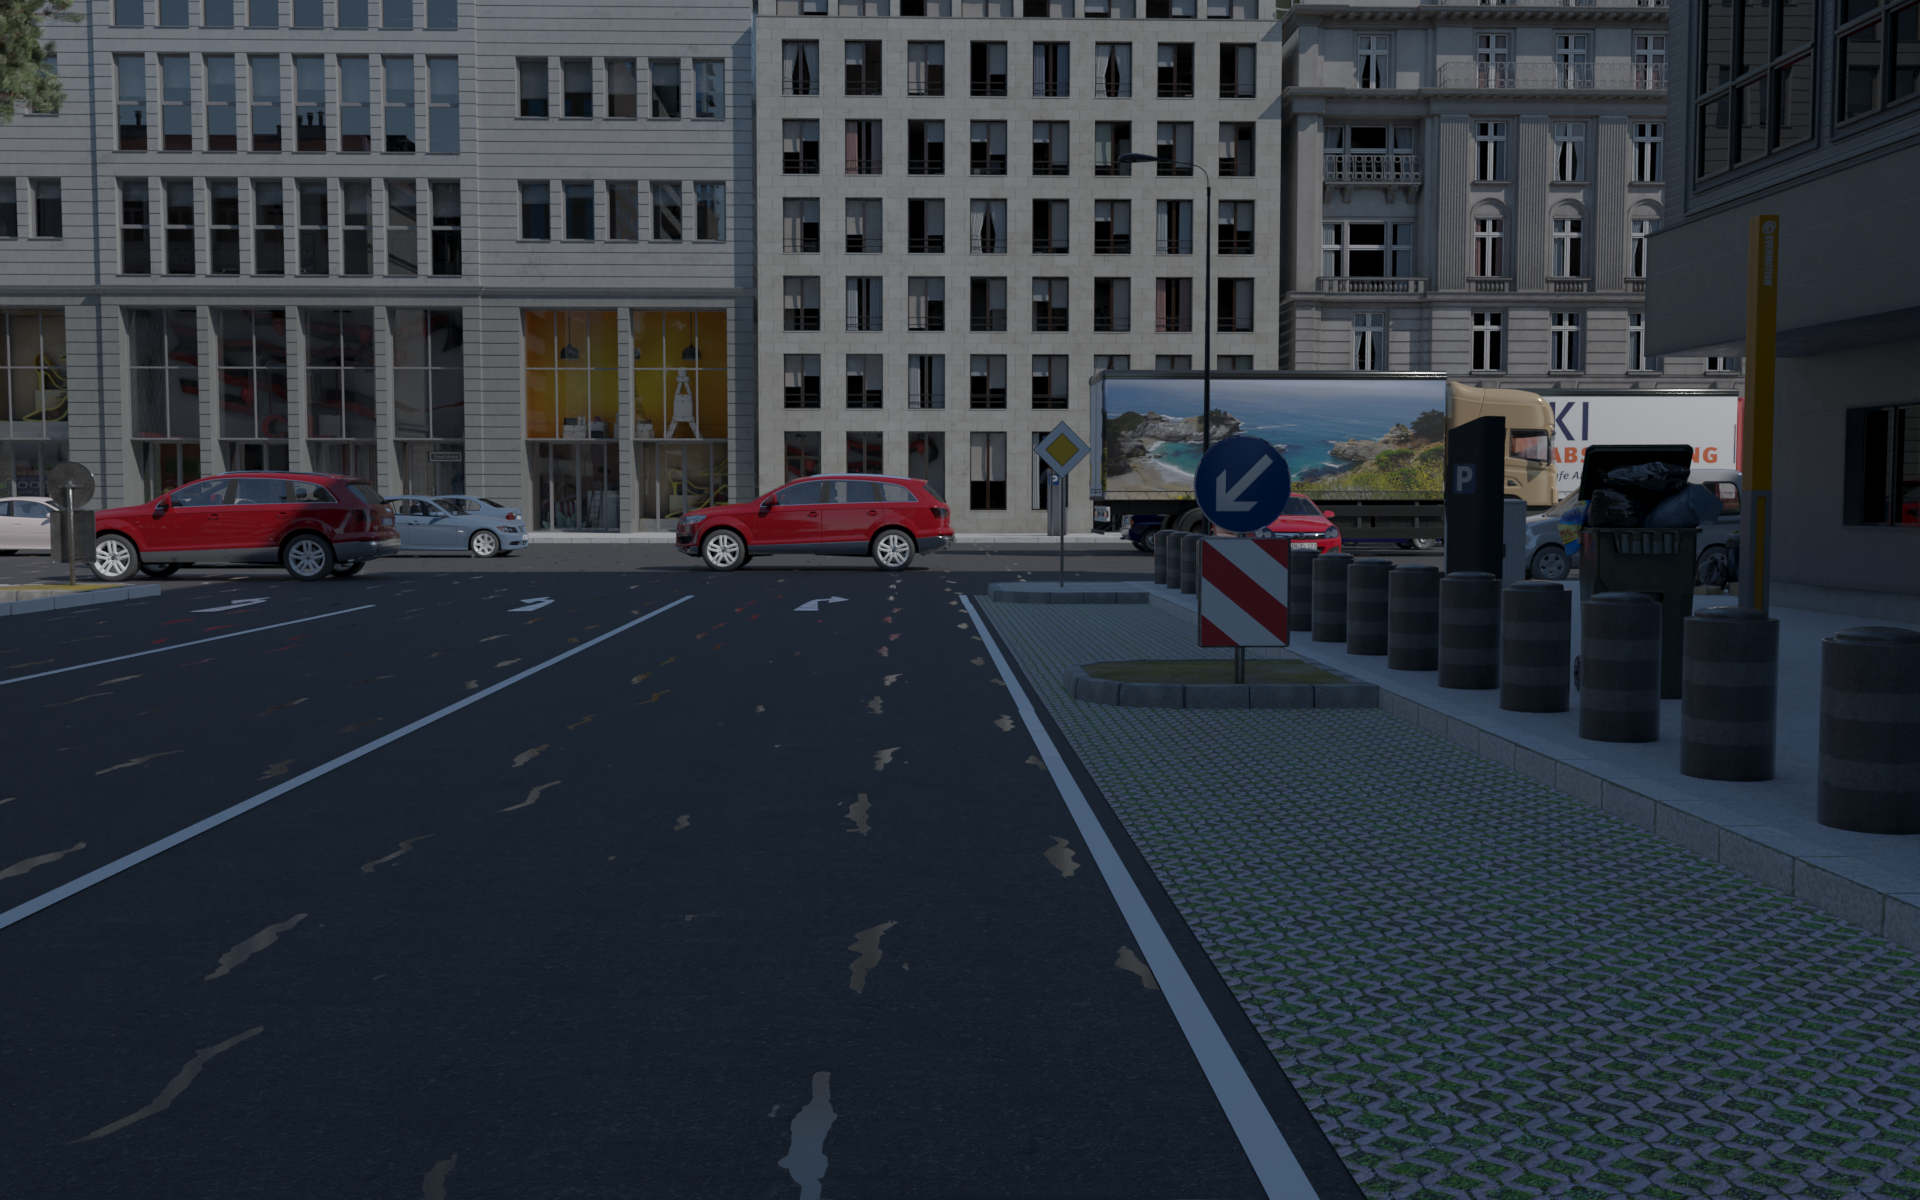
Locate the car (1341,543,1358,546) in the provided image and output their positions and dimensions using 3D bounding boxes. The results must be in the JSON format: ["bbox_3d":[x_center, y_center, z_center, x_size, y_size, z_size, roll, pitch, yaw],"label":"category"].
[{"bbox_3d":[9.372,-2.352,48.051,3.694,1.707,1.945,0,4,-2],"label":"car"}]

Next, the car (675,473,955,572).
[{"bbox_3d":[-2.740,-1.482,32.906,5.304,1.827,2.281,0,4,-1],"label":"car"}]

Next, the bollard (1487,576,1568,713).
[{"bbox_3d":[3.428,0.269,10.314,0.404,0.777,0.398,0,3,0],"label":"bollard"}]

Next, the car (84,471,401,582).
[{"bbox_3d":[-12.229,-1.259,29.254,5.304,1.827,2.281,0,4,-2],"label":"car"}]

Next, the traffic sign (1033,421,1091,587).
[{"bbox_3d":[1.399,-1.232,23.791,0.795,2.450,0.064,0,4,-2],"label":"traffic sign"}]

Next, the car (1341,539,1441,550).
[{"bbox_3d":[10.623,-1.982,44.986,3.894,1.354,1.945,0,4,-2],"label":"car"}]

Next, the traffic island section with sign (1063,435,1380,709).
[{"bbox_3d":[1.772,-0.232,12.417,1.989,1.847,2.006,0,4,-2],"label":"traffic island section with sign"}]

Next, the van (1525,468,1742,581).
[{"bbox_3d":[10.670,-1.297,28.220,4.112,2.044,2.013,0,4,0],"label":"van"}]

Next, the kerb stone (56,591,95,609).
[{"bbox_3d":[-11.334,0.009,22.044,0.120,0.150,1.000,0,4,-2],"label":"kerb stone"}]

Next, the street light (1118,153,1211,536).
[{"bbox_3d":[2.856,-3.134,23.786,1.470,5.913,1.316,0,4,-2],"label":"street light"}]

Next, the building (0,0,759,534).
[{"bbox_3d":[-21.575,-17.308,60.472,29.804,29.767,11.434,0,4,-2],"label":"building"}]

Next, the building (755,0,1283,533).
[{"bbox_3d":[1.768,-12.601,60.782,16.860,20.320,10.420,0,4,-2],"label":"building"}]

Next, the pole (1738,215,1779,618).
[{"bbox_3d":[5.895,-1.159,12.795,0.158,3.312,0.155,0,3,0],"label":"pole"}]

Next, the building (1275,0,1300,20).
[{"bbox_3d":[33.485,-48.132,225.215,20.611,71.187,20.563,0,4,-2],"label":"building"}]

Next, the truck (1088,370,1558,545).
[{"bbox_3d":[8.741,-3.153,40.467,11.283,4.237,2.839,0,4,-3],"label":"truck"}]

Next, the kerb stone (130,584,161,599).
[{"bbox_3d":[-11.398,-0.116,24.095,0.120,0.150,1.000,0,4,-2],"label":"kerb stone"}]

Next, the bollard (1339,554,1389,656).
[{"bbox_3d":[3.316,0.049,13.917,0.404,0.777,0.398,0,3,0],"label":"bollard"}]

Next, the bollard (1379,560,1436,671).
[{"bbox_3d":[3.350,0.122,12.716,0.404,0.777,0.398,0,3,0],"label":"bollard"}]

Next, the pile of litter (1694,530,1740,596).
[{"bbox_3d":[10.128,-0.500,22.148,1.719,0.858,1.176,2,4,24],"label":"pile of litter"}]

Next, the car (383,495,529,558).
[{"bbox_3d":[-12.157,-1.685,39.547,4.499,1.417,2.014,0,4,-1],"label":"car"}]

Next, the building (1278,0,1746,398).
[{"bbox_3d":[22.249,-13.482,62.231,24.055,21.916,13.314,0,4,-2],"label":"building"}]

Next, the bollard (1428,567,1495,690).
[{"bbox_3d":[3.391,0.196,11.515,0.404,0.777,0.398,0,3,0],"label":"bollard"}]

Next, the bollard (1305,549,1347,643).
[{"bbox_3d":[3.279,-0.025,15.121,0.404,0.777,0.398,0,3,0],"label":"bollard"}]

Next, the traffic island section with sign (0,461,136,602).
[{"bbox_3d":[-12.435,-0.951,23.683,2.006,1.907,1.989,0,4,-2],"label":"traffic island section with sign"}]

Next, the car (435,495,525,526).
[{"bbox_3d":[-14.364,-2.198,47.945,4.499,1.417,2.014,0,4,-2],"label":"car"}]

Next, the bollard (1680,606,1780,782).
[{"bbox_3d":[3.503,0.418,7.890,0.404,0.777,0.398,0,3,0],"label":"bollard"}]

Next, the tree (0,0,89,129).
[{"bbox_3d":[-12.863,-6.522,16.522,7.806,13.903,7.818,0,3,0],"label":"tree"}]

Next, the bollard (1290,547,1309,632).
[{"bbox_3d":[3.240,-0.098,16.322,0.404,0.777,0.398,0,3,0],"label":"bollard"}]

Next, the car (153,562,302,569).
[{"bbox_3d":[-14.220,-1.323,33.999,4.827,1.381,2.083,0,4,-2],"label":"car"}]

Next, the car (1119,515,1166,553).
[{"bbox_3d":[5.998,-1.873,43.209,3.894,1.354,1.945,0,4,-3],"label":"car"}]

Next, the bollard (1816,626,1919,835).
[{"bbox_3d":[3.542,0.491,6.689,0.404,0.777,0.398,0,3,0],"label":"bollard"}]

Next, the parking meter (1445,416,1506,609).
[{"bbox_3d":[3.902,-0.455,13.152,0.255,1.863,0.399,-2,4,-30],"label":"parking meter"}]

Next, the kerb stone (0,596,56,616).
[{"bbox_3d":[-11.304,0.077,21.016,0.120,0.150,1.000,0,4,-2],"label":"kerb stone"}]

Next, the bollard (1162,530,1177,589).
[{"bbox_3d":[3.017,-0.542,23.578,0.404,0.777,0.398,0,3,0],"label":"bollard"}]

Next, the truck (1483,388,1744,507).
[{"bbox_3d":[18.338,-3.559,47.099,11.283,4.237,2.839,0,4,0],"label":"truck"}]

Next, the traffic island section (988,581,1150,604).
[{"bbox_3d":[1.423,-0.097,23.869,2.009,0.180,2.903,0,4,-2],"label":"traffic island section"}]

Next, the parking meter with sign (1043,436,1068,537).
[{"bbox_3d":[2.956,-3.468,52.961,0.543,3.016,1.738,1,4,13],"label":"parking meter with sign"}]

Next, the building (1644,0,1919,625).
[{"bbox_3d":[15.081,-11.361,4.822,14.314,24.678,30.058,0,4,-2],"label":"building"}]

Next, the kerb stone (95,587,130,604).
[{"bbox_3d":[-11.371,-0.053,23.069,0.120,0.150,1.000,0,4,-2],"label":"kerb stone"}]

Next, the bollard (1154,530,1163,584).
[{"bbox_3d":[2.982,-0.616,24.781,0.404,0.777,0.398,0,3,0],"label":"bollard"}]

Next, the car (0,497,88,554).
[{"bbox_3d":[-21.343,-1.718,40.455,4.827,1.381,2.083,0,4,-1],"label":"car"}]

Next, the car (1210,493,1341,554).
[{"bbox_3d":[6.111,-1.515,33.805,2.155,1.783,4.494,0,4,-3],"label":"car"}]

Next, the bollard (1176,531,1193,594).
[{"bbox_3d":[3.055,-0.468,22.366,0.404,0.777,0.398,0,3,0],"label":"bollard"}]

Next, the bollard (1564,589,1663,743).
[{"bbox_3d":[3.466,0.344,9.091,0.404,0.777,0.398,0,3,0],"label":"bollard"}]

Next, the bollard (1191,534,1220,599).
[{"bbox_3d":[3.090,-0.394,21.165,0.404,0.777,0.398,0,3,0],"label":"bollard"}]

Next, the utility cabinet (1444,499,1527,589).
[{"bbox_3d":[6.801,-0.689,22.425,1.020,1.237,0.306,-1,4,-12],"label":"utility cabinet"}]

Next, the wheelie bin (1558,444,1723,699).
[{"bbox_3d":[4.337,-0.191,11.025,0.980,1.594,0.693,1,4,9],"label":"wheelie bin"}]
